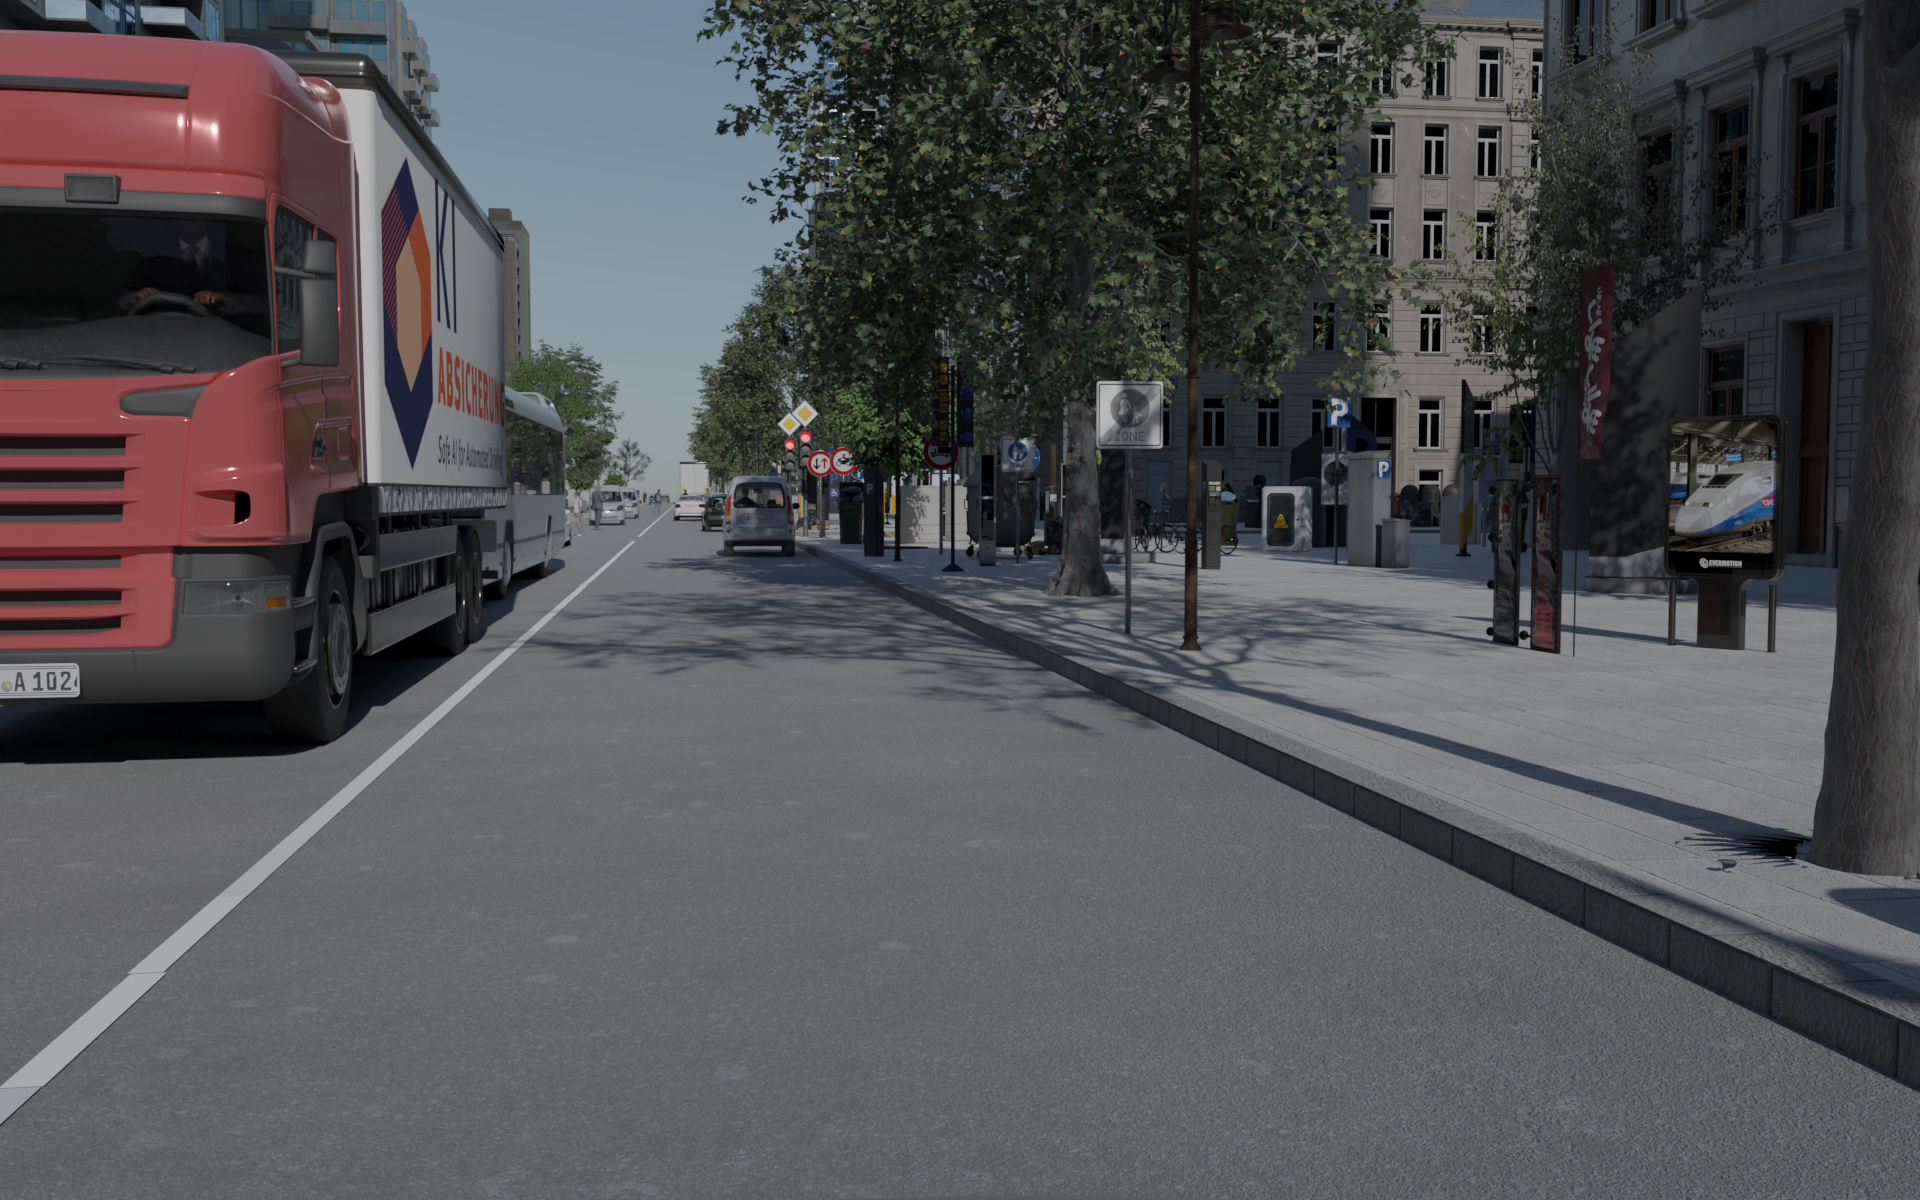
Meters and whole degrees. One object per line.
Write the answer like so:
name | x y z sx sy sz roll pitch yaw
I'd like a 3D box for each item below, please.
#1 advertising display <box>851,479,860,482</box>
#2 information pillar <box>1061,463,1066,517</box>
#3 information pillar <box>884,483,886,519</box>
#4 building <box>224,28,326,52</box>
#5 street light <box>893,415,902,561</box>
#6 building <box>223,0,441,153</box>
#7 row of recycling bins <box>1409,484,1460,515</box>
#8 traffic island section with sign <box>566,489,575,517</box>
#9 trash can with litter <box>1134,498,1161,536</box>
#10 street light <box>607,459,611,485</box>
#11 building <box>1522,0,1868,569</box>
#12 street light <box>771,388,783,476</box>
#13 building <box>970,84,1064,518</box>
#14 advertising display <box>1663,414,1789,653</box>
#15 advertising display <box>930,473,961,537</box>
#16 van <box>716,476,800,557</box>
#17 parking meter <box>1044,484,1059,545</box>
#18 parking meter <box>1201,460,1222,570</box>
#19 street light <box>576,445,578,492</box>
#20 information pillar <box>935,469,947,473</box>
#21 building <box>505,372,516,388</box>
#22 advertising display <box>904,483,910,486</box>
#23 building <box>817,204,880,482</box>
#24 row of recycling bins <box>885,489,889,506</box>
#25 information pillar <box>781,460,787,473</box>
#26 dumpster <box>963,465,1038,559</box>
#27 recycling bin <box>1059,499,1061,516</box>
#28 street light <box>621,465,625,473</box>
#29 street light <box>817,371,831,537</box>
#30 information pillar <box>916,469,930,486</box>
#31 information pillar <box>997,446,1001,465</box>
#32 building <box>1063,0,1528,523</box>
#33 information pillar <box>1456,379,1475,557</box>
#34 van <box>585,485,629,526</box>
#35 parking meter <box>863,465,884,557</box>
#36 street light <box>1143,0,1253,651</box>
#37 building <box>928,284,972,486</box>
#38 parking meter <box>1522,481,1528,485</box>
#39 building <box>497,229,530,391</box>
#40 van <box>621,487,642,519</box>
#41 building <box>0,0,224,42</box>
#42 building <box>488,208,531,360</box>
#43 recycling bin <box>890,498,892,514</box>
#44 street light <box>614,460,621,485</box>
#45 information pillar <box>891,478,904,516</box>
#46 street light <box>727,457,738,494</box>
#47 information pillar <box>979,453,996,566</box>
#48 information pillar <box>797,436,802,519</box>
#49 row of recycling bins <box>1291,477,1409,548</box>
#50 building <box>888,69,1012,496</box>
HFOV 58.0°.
advertising display | -4.300 -4.342 76.211 0.974 1.923 0.123 1 4 18
information pillar | 2.611 -2.244 41.188 0.304 2.012 0.304 -3 5 -42
information pillar | -2.422 -3.612 50.411 0.504 3.616 0.183 2 4 30
building | -62.350 -27.356 139.151 32.217 40.220 23.993 -1 4 -9
street light | -1.193 -3.677 32.900 0.468 5.910 1.993 -1 4 -9
building | -62.290 -33.443 166.399 23.786 49.044 30.456 -1 4 -9
row of recycling bins | 20.411 -4.048 73.297 3.534 1.692 1.069 2 4 26
traffic island section with sign | -24.603 -6.052 107.580 1.989 1.847 2.006 -1 4 -9
trash can with litter | 5.818 -2.590 53.729 1.055 1.170 0.624 -2 4 -28
street light | -43.733 -14.877 216.024 0.468 5.910 1.993 -1 4 -9
building | 19.853 -11.904 30.781 11.583 22.565 21.152 -1 4 -9
street light | -8.008 -6.298 75.754 0.468 5.910 1.993 -1 4 -9
building | 8.355 -19.469 104.229 13.634 28.700 20.117 -1 4 -9
advertising display | 6.305 -0.556 14.301 0.123 1.923 0.974 -3 5 -39
advertising display | -0.451 -2.879 52.278 0.974 1.923 0.123 -2 4 -24
van | -4.782 -2.082 41.053 2.013 2.044 4.112 0 4 -7
parking meter | 2.286 -2.136 43.340 0.372 1.533 0.369 0 3 0
parking meter | 4.279 -1.454 29.484 0.255 1.863 0.399 -1 4 -9
street light | -33.739 -10.997 152.595 0.468 5.910 1.993 -1 4 -9
information pillar | -0.711 -4.244 60.737 0.504 3.616 0.183 -2 4 -28
building | -76.400 -24.060 238.415 27.650 21.520 28.899 -1 4 -9
advertising display | -3.415 -6.613 113.341 0.123 1.923 0.974 1 4 20
building | -13.002 -34.177 242.395 14.154 41.232 14.086 -1 4 -9
row of recycling bins | -3.994 -6.873 119.491 3.534 1.692 1.069 1 4 13
information pillar | -11.401 -7.406 112.448 0.504 3.616 0.183 1 4 12
dumpster | 0.816 -1.772 34.730 1.264 1.857 1.865 -1 4 -9
recycling bin | 5.060 -4.182 80.925 0.722 1.027 0.722 -1 4 -15
street light | -49.762 -17.207 254.121 0.468 5.910 1.993 -1 4 -9
street light | -4.093 -4.830 51.757 0.468 5.910 1.993 -1 4 -9
information pillar | -1.085 -2.839 50.906 0.304 2.012 0.304 -2 4 -32
information pillar | 1.965 -5.650 83.732 0.183 3.616 0.504 -3 5 -39
building | 18.036 -17.490 83.229 25.104 27.353 12.463 -1 4 -9
information pillar | 10.406 -2.705 35.576 0.183 3.616 0.504 3 5 41
van | -16.329 -4.476 80.191 2.013 2.044 4.112 -1 4 -11
parking meter | -1.771 -1.822 35.504 0.399 1.863 0.255 3 5 41
street light | 1.897 -2.525 14.072 0.468 5.910 1.993 -1 4 -9
building | 5.823 -20.704 125.900 14.401 28.519 23.554 -1 4 -9
parking meter | 24.771 -4.306 76.118 0.255 1.863 0.399 0 4 0
building | -72.435 -35.264 260.152 14.154 41.232 14.086 -1 4 -9
van | -19.640 -5.774 101.414 2.013 2.044 4.112 -1 4 -10
building | -47.525 -46.953 80.361 22.319 86.520 31.000 -1 4 -9
building | -75.495 -38.148 273.837 14.600 45.320 14.200 -1 4 -9
recycling bin | -4.188 -6.155 113.190 0.722 1.027 0.722 0 4 2
street light | -46.690 -16.030 234.879 0.468 5.910 1.993 -1 4 -9
information pillar | -2.316 -4.499 64.908 0.504 3.616 0.183 -1 4 -11
street light | -19.880 -10.919 151.312 0.468 5.910 1.993 -1 4 -9
information pillar | 0.489 -1.615 30.900 0.304 2.012 0.304 0 4 0
information pillar | -6.406 -4.755 69.103 0.183 3.616 0.504 -1 4 -13
row of recycling bins | 9.463 -2.170 42.597 3.534 1.692 1.069 -3 5 -40
building | 3.085 -43.977 157.282 20.563 71.187 20.611 -1 4 -9
